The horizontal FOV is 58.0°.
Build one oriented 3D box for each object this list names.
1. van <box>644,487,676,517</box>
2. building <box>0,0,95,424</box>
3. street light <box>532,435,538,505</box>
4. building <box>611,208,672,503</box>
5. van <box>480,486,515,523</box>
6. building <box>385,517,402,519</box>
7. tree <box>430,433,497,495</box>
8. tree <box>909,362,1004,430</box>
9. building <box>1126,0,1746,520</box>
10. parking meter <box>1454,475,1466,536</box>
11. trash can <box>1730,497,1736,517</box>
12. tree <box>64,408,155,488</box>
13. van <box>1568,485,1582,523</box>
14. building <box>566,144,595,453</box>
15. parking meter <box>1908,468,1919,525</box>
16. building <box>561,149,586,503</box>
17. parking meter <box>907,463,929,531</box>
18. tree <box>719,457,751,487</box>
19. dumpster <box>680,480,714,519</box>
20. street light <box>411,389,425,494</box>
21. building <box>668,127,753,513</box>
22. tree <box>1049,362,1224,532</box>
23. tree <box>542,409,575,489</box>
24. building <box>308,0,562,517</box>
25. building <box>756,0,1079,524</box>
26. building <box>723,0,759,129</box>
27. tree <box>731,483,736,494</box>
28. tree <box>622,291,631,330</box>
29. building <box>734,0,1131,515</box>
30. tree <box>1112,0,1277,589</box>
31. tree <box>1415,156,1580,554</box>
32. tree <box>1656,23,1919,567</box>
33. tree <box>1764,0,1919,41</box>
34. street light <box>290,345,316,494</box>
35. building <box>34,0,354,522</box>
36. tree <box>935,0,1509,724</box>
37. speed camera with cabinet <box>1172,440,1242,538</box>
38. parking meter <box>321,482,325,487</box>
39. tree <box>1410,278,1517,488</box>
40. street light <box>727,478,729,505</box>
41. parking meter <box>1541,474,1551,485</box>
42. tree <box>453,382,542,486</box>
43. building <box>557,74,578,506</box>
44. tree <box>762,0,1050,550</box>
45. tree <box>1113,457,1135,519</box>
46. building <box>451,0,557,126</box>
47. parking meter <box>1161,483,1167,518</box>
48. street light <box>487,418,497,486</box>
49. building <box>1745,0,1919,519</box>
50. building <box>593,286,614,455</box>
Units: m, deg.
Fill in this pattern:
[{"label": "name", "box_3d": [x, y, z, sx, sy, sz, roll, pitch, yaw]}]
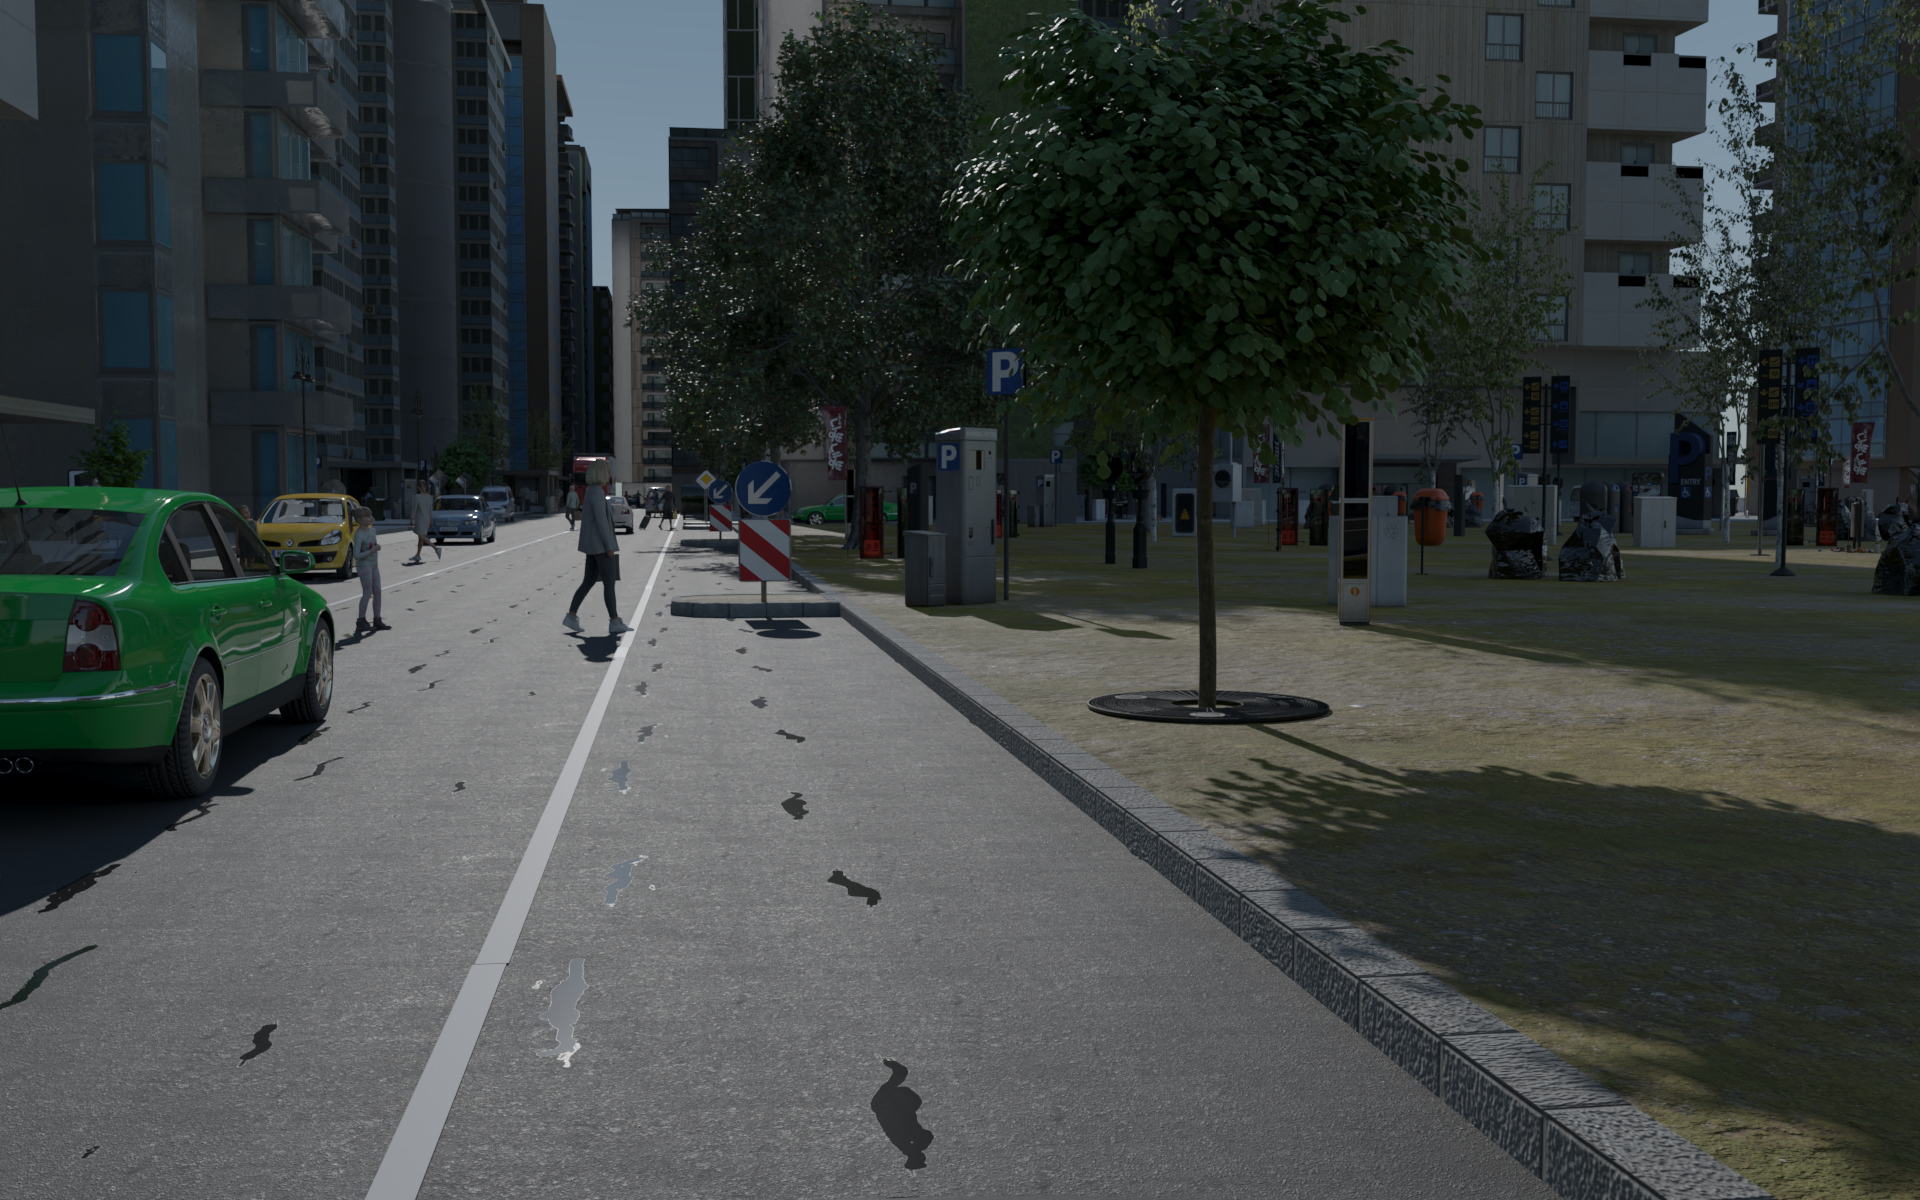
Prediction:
[{"label": "van", "box_3d": [-18.761, -6.184, 108.124, 2.013, 2.044, 4.112, 0, 4, -8]}, {"label": "building", "box_3d": [-29.754, -26.373, 20.435, 28.713, 52.752, 27.495, -1, 4, -9]}, {"label": "street light", "box_3d": [-33.187, -9.953, 135.515, 0.468, 5.910, 1.993, -1, 4, -9]}, {"label": "building", "box_3d": [-41.100, -34.094, 241.033, 14.086, 41.232, 14.154, -1, 4, -9]}, {"label": "van", "box_3d": [-23.559, -4.941, 87.804, 2.013, 2.044, 4.112, -1, 4, -10]}, {"label": "building", "box_3d": [-46.401, -24.585, 93.851, 32.217, 40.220, 23.993, -1, 4, -9]}, {"label": "tree", "box_3d": [-27.931, -6.962, 97.542, 4.285, 4.588, 4.351, 0, 3, 0]}, {"label": "tree", "box_3d": [-0.088, -7.143, 67.153, 4.737, 8.622, 4.395, 0, 3, 0]}, {"label": "building", "box_3d": [24.443, -31.077, 97.340, 27.495, 52.752, 28.713, -1, 4, -9]}, {"label": "parking meter", "box_3d": [15.201, -2.872, 52.675, 0.255, 1.863, 0.399, 2, 4, 33]}, {"label": "trash can", "box_3d": [43.630, -5.291, 98.159, 0.748, 1.137, 0.748, 0, 3, 0]}, {"label": "tree", "box_3d": [-18.877, -2.711, 38.919, 1.663, 3.219, 1.824, 0, 3, 0]}, {"label": "van", "box_3d": [30.448, -4.492, 80.455, 4.112, 2.044, 2.013, -1, 4, -9]}, {"label": "building", "box_3d": [-53.606, -34.686, 217.225, 14.200, 45.320, 14.600, -1, 4, -9]}, {"label": "parking meter", "box_3d": [21.457, -2.023, 38.779, 0.255, 1.863, 0.399, 0, 4, -4]}, {"label": "building", "box_3d": [-50.815, -31.545, 199.361, 14.154, 41.232, 14.086, -1, 4, -9]}, {"label": "parking meter", "box_3d": [-0.803, -1.666, 32.949, 0.255, 1.863, 0.399, -3, 5, -43]}, {"label": "tree", "box_3d": [-12.207, -7.132, 100.319, 4.285, 4.588, 4.351, 0, 3, 0]}, {"label": "dumpster", "box_3d": [-14.950, -5.744, 98.868, 1.985, 2.255, 1.502, -1, 4, -9]}, {"label": "street light", "box_3d": [-23.942, -6.348, 76.580, 0.468, 5.910, 1.993, -1, 4, -9]}, {"label": "building", "box_3d": [-16.327, -22.551, 140.407, 14.160, 30.474, 14.107, -1, 4, -9]}, {"label": "tree", "box_3d": [5.916, -8.545, 57.832, 7.486, 12.596, 7.792, 0, 3, 0]}, {"label": "tree", "box_3d": [-34.888, -11.971, 146.089, 4.737, 8.622, 4.395, 0, 3, 0]}, {"label": "building", "box_3d": [-46.294, -26.563, 126.190, 32.217, 40.220, 23.993, -1, 4, -9]}, {"label": "building", "box_3d": [-2.526, -24.481, 83.855, 14.086, 41.232, 14.154, -1, 4, -9]}, {"label": "building", "box_3d": [-21.376, -47.699, 218.133, 20.563, 71.187, 20.611, -1, 4, -9]}, {"label": "tree", "box_3d": [-20.763, -9.789, 154.655, 1.663, 3.219, 1.824, 0, 3, 0]}, {"label": "tree", "box_3d": [-6.069, -8.529, 56.451, 9.611, 12.733, 9.660, 0, 3, 0]}, {"label": "building", "box_3d": [1.221, -25.902, 115.381, 32.217, 40.220, 23.993, -1, 4, -9]}, {"label": "tree", "box_3d": [3.401, -4.473, 23.504, 4.360, 8.622, 3.978, 0, 3, 0]}, {"label": "tree", "box_3d": [11.306, -5.301, 37.033, 4.737, 8.622, 4.395, 0, 3, 0]}, {"label": "tree", "box_3d": [14.200, -4.876, 30.079, 4.360, 8.622, 3.978, 0, 3, 0]}, {"label": "tree", "box_3d": [8.886, -3.984, 15.507, 4.360, 8.622, 3.978, 0, 3, 0]}, {"label": "street light", "box_3d": [-20.352, -4.954, 53.781, 0.468, 5.910, 1.993, -1, 4, -9]}, {"label": "building", "box_3d": [-36.287, -26.596, 54.451, 30.456, 49.044, 23.786, -1, 4, -9]}, {"label": "tree", "box_3d": [1.479, -1.627, 10.311, 4.285, 4.588, 4.351, 0, 3, 0]}, {"label": "speed camera with cabinet", "box_3d": [7.295, -3.482, 51.272, 2.038, 3.252, 0.660, 3, 4, 37]}, {"label": "parking meter", "box_3d": [-31.123, -4.842, 84.883, 0.255, 1.863, 0.399, -3, 5, -41]}, {"label": "tree", "box_3d": [15.482, -6.452, 55.850, 4.360, 8.622, 3.978, 0, 3, 0]}, {"label": "street light", "box_3d": [-16.471, -9.169, 122.699, 0.468, 5.910, 1.993, -1, 4, -9]}, {"label": "parking meter", "box_3d": [17.150, -2.755, 50.750, 0.255, 1.863, 0.399, 1, 4, 15]}, {"label": "tree", "box_3d": [-30.724, -9.931, 112.734, 4.737, 8.622, 4.395, 0, 3, 0]}, {"label": "building", "box_3d": [-50.901, -31.925, 176.591, 22.147, 44.769, 28.867, -1, 4, -9]}, {"label": "tree", "box_3d": [-2.166, -7.532, 40.164, 9.611, 12.733, 9.660, 0, 3, 0]}, {"label": "tree", "box_3d": [8.198, -5.707, 87.917, 1.663, 3.219, 1.824, 0, 3, 0]}, {"label": "building", "box_3d": [-43.673, -30.938, 155.949, 14.600, 45.320, 14.200, -1, 4, -9]}, {"label": "parking meter", "box_3d": [10.862, -5.299, 92.348, 0.255, 1.863, 0.399, 1, 4, 17]}, {"label": "street light", "box_3d": [-28.614, -8.142, 105.912, 0.468, 5.910, 1.993, -1, 4, -9]}, {"label": "building", "box_3d": [54.119, -27.182, 94.533, 14.200, 45.320, 14.600, -1, 4, -9]}, {"label": "building", "box_3d": [-55.031, -28.594, 239.211, 14.107, 30.474, 14.160, -1, 4, -9]}]
